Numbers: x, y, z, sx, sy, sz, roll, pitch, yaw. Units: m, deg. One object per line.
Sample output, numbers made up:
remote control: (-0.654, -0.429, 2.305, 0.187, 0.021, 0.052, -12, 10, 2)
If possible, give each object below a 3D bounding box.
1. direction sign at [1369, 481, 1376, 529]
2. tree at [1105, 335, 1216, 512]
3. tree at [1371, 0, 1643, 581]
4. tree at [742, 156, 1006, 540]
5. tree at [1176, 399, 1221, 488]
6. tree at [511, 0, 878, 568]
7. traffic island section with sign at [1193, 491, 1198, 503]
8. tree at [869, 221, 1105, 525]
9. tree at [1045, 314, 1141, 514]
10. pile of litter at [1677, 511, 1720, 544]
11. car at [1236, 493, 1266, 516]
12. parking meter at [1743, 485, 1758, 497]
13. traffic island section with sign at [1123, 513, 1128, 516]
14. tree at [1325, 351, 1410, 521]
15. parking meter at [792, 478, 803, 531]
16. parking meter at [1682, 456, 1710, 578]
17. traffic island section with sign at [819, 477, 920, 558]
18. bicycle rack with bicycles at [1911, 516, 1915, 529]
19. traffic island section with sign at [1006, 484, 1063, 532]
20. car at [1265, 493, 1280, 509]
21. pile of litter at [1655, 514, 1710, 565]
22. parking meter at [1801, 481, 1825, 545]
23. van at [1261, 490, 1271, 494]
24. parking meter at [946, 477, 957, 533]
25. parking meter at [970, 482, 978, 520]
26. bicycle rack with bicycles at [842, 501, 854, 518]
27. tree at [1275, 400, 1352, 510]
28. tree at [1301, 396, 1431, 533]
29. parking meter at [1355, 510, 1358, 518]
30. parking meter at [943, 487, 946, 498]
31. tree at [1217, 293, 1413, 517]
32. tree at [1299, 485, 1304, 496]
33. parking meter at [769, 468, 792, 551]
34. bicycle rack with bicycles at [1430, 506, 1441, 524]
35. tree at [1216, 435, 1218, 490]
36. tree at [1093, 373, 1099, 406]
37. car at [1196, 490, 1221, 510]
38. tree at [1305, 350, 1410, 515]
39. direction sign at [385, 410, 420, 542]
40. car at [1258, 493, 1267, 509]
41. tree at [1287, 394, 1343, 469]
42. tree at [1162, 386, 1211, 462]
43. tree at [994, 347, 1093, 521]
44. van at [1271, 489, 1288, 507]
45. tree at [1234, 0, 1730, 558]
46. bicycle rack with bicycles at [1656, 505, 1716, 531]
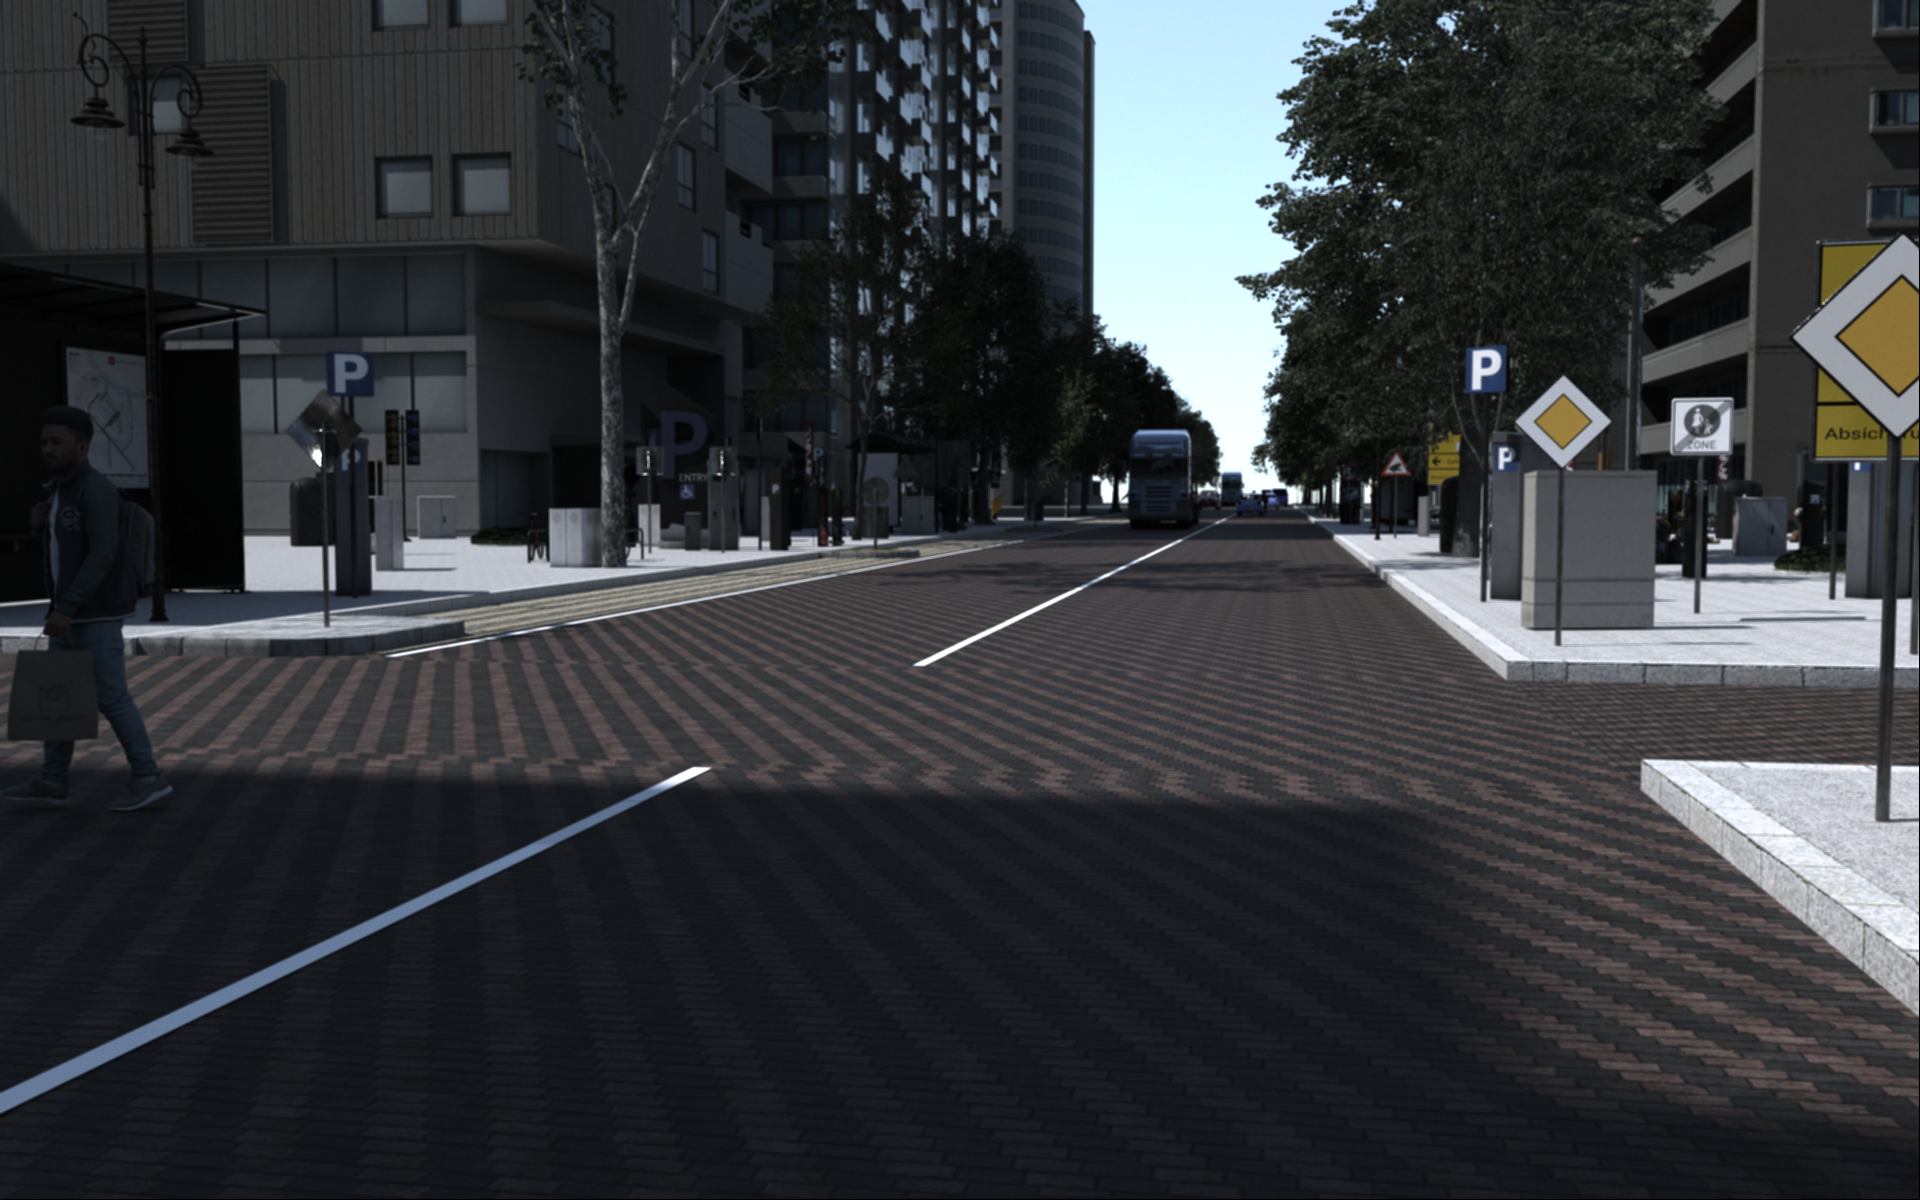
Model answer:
direction sign: (15.324, -4.401, 63.949, 0.379, 3.537, 0.876, 0, 4, 7)
tree: (11.345, -12.705, 124.739, 9.611, 12.733, 9.660, 0, 3, 0)
tree: (7.888, -4.607, 25.692, 4.360, 8.622, 3.978, 0, 3, 0)
tree: (-2.560, -6.939, 47.863, 7.601, 10.594, 8.767, 1, 4, 20)
tree: (26.125, -17.675, 207.108, 7.486, 12.596, 7.792, 0, 3, 0)
tree: (-5.025, -10.559, 28.536, 12.611, 20.169, 13.585, 0, 3, 0)
traffic island section with sign: (26.592, -11.404, 195.082, 1.989, 1.847, 2.006, 1, 4, 10)
tree: (0.974, -9.534, 72.884, 9.611, 12.733, 9.660, 0, 3, 0)
tree: (7.745, -11.661, 108.790, 7.486, 12.596, 7.792, 0, 3, 0)
pile of litter: (19.136, -1.914, 45.266, 1.176, 0.858, 1.719, 0, 4, 1)
car: (19.298, -6.450, 115.050, 1.945, 1.707, 3.694, 1, 4, 12)
parking meter: (21.863, -2.418, 47.943, 0.372, 1.533, 0.369, 0, 3, 0)
traffic island section with sign: (11.851, -6.485, 114.652, 1.989, 1.847, 2.006, 1, 4, 10)
tree: (19.453, -8.079, 82.460, 4.737, 8.622, 4.395, 0, 3, 0)
parking meter: (-5.715, -3.349, 60.465, 0.399, 1.863, 0.255, -2, 4, -28)
parking meter: (11.250, -1.270, 26.481, 0.255, 1.863, 0.399, 0, 4, 3)
traffic island section with sign: (-1.980, -1.872, 39.235, 1.989, 1.847, 2.006, 1, 4, 10)
bicycle rack with bicycles: (29.040, -2.379, 52.271, 2.852, 0.926, 2.925, -2, 4, -24)
traffic island section with sign: (2.872, -3.494, 65.751, 1.989, 1.847, 2.006, 1, 4, 10)
car: (29.028, -9.346, 162.403, 1.945, 1.707, 3.694, 1, 4, 10)
pile of litter: (12.581, -1.091, 31.797, 1.719, 0.858, 1.176, -1, 4, -16)
parking meter: (16.106, -1.486, 32.706, 0.372, 1.533, 0.369, 0, 3, 0)
van: (42.025, -14.182, 236.267, 2.240, 2.365, 5.245, 1, 4, 12)
parking meter: (-0.225, -3.161, 57.395, 0.255, 1.863, 0.399, 0, 4, 3)
parking meter: (0.682, -4.876, 85.441, 0.255, 1.863, 0.399, -2, 4, -27)
bicycle rack with bicycles: (-5.168, -4.752, 91.070, 2.925, 0.926, 2.852, -3, 5, -42)
tree: (30.027, -13.806, 143.853, 7.486, 12.596, 7.792, 0, 3, 0)
tree: (14.298, -4.507, 57.409, 4.285, 4.588, 4.351, 0, 3, 0)
parking meter: (19.873, -4.803, 86.941, 0.372, 1.533, 0.369, 0, 3, 0)
parking meter: (-0.816, -4.696, 82.487, 0.399, 1.863, 0.255, 2, 4, 34)
tree: (20.454, -10.899, 95.212, 9.611, 12.733, 9.660, 0, 3, 0)
tree: (47.689, -17.667, 239.214, 4.737, 8.622, 4.395, 0, 3, 0)
parking meter: (-4.114, -2.053, 39.275, 0.399, 1.863, 0.255, 2, 4, 31)
bicycle rack with bicycles: (21.393, -3.740, 74.530, 2.925, 0.926, 2.852, 1, 4, 23)
tree: (16.290, -14.257, 150.110, 9.611, 12.733, 9.660, 0, 3, 0)
tree: (5.796, -8.939, 96.508, 4.737, 8.622, 4.395, 0, 3, 0)
car: (23.129, -9.313, 160.941, 2.281, 1.827, 5.304, 1, 4, 12)
tree: (23.604, -11.031, 106.109, 9.928, 11.665, 9.643, 0, 3, 0)
direction sign: (-15.015, -3.347, 46.717, 0.876, 3.537, 0.379, -1, 4, -10)
car: (29.925, -10.015, 173.342, 1.945, 1.707, 3.694, 1, 4, 10)
tree: (27.938, -12.062, 131.622, 7.601, 10.594, 8.767, 3, 5, 41)
tree: (21.505, -16.735, 183.990, 12.009, 13.543, 11.850, 0, 3, 0)
tree: (3.371, -8.098, 82.767, 4.737, 8.622, 4.395, 0, 3, 0)
van: (36.183, -11.754, 196.555, 2.240, 2.365, 5.245, 1, 4, 8)
tree: (10.192, -7.827, 34.633, 9.857, 13.997, 8.962, 0, 3, 0)
bicycle rack with bicycles: (24.410, -2.788, 58.959, 2.852, 0.926, 2.925, -2, 4, -28)
